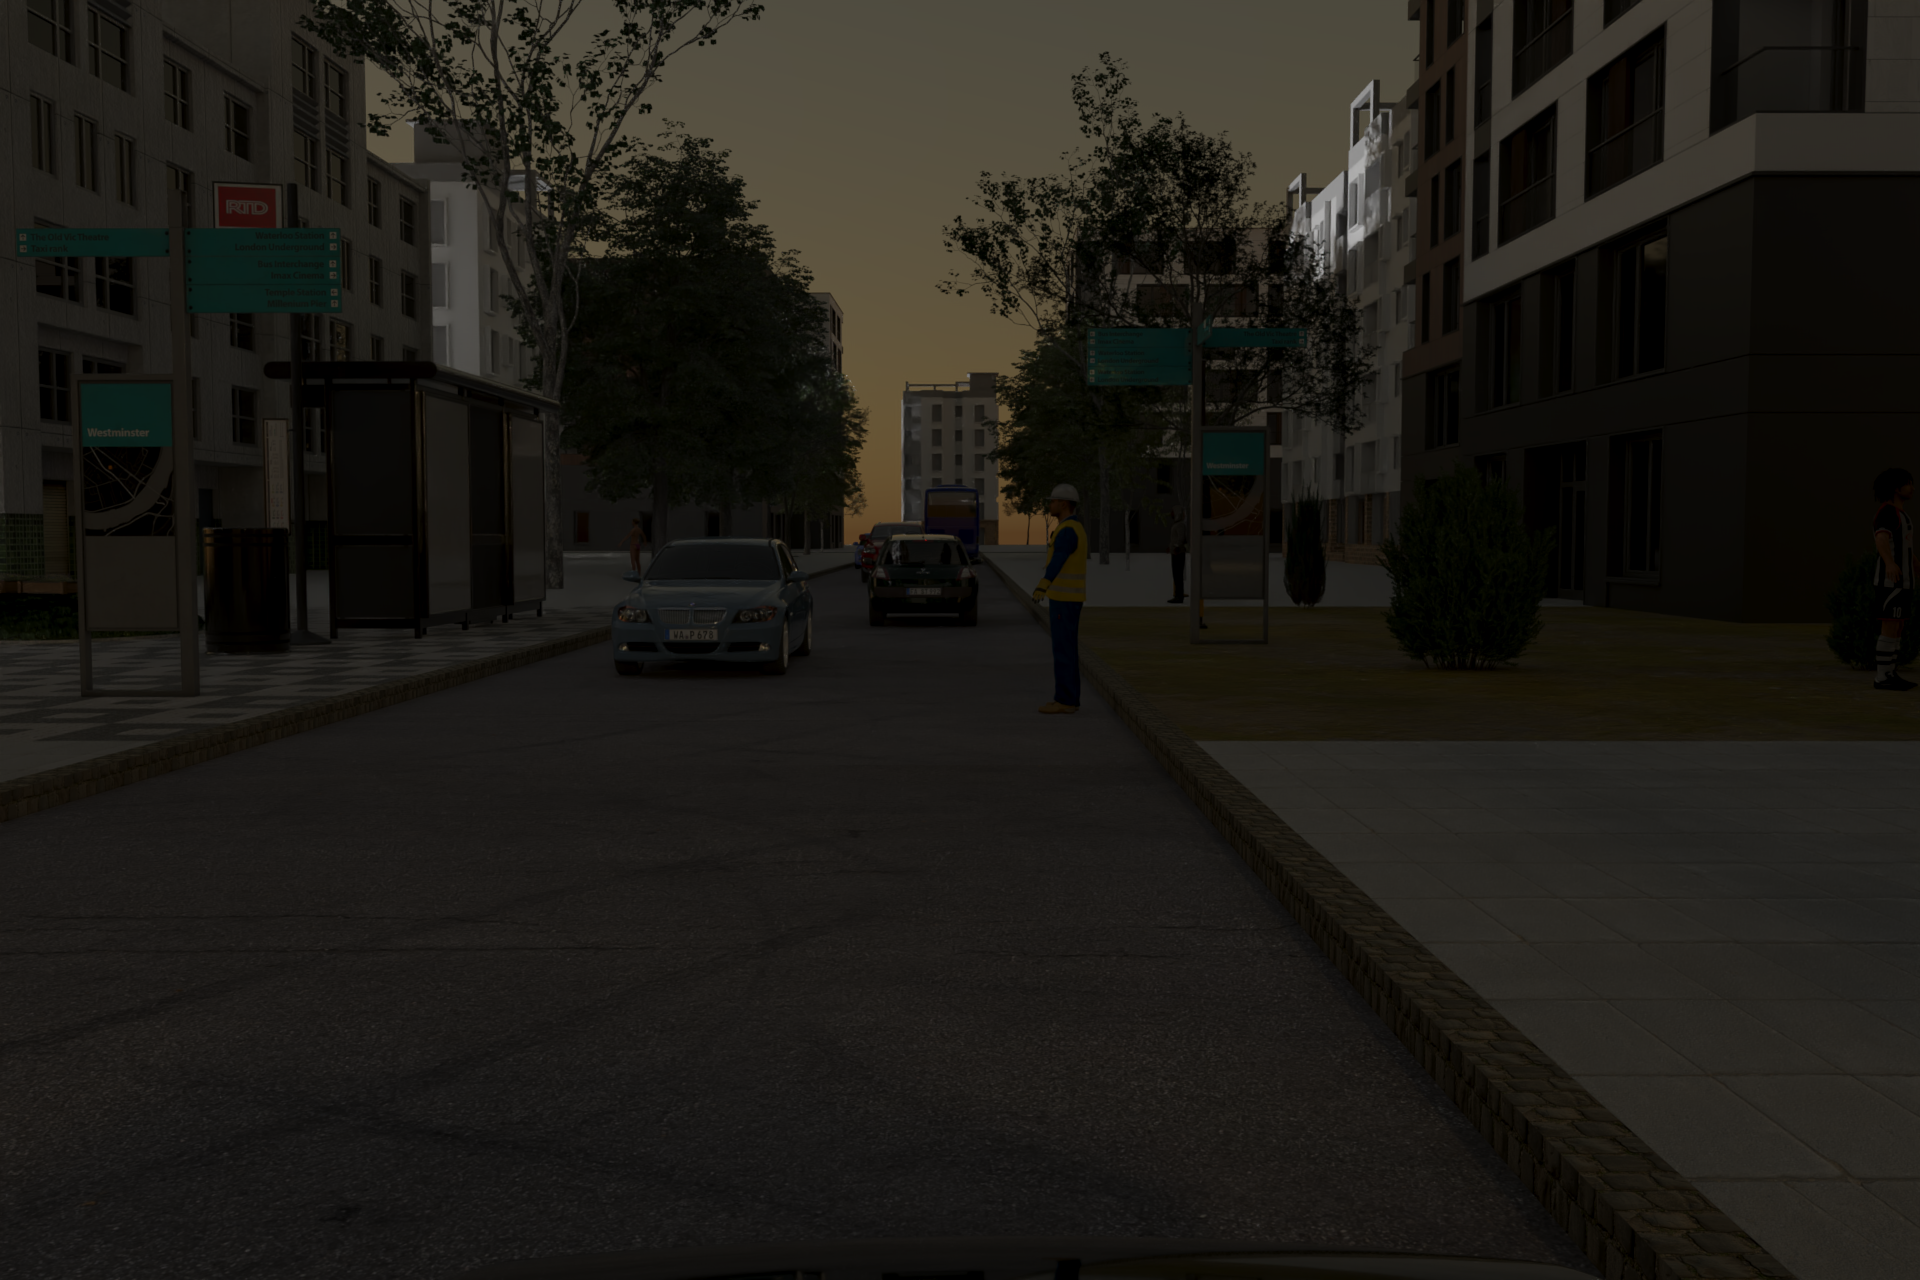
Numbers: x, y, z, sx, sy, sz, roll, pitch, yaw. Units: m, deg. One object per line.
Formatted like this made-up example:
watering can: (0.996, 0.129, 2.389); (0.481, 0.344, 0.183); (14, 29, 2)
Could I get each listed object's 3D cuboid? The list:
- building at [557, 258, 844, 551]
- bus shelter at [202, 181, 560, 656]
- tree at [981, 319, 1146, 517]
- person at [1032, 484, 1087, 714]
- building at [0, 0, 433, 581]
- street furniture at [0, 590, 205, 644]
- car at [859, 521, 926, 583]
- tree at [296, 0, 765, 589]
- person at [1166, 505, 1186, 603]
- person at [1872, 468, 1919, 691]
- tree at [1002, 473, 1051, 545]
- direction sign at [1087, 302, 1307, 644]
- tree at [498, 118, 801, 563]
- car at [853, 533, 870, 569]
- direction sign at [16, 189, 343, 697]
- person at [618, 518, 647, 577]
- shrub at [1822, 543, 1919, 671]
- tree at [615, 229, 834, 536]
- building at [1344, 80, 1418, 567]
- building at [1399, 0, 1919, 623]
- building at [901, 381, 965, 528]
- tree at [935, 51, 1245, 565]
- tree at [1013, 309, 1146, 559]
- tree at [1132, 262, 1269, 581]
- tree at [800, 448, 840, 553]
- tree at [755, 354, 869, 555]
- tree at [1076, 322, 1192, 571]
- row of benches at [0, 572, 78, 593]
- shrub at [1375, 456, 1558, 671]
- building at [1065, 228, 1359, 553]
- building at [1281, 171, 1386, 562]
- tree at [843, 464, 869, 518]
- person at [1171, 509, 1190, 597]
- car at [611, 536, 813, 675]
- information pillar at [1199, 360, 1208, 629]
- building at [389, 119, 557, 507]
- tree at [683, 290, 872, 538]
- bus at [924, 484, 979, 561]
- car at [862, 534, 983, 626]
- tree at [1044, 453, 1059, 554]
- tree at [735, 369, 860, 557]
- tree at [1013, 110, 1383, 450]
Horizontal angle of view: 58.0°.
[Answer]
building: (-24.950, -18.392, 144.692); (27.936, 21.610, 32.646); (0, 4, 1)
bus shelter: (-7.357, -2.743, 22.479); (2.179, 5.291, 8.768); (0, 4, 1)
tree: (6.024, -11.816, 99.849); (9.857, 13.997, 8.962); (0, 3, 0)
person: (0.813, -0.337, 13.941); (0.705, 1.833, 1.349); (1, 4, 13)
building: (-29.847, -11.500, 54.477); (16.747, 18.905, 31.486); (0, 4, 0)
street furniture: (-13.188, -0.300, 20.538); (5.734, 0.657, 10.072); (1, 4, 21)
car: (-1.879, -2.679, 52.479); (2.281, 1.827, 5.304); (0, 4, 0)
tree: (-10.867, -11.219, 39.328); (12.611, 20.169, 13.585); (0, 3, 0)
person: (4.012, -1.591, 32.149); (0.705, 1.813, 1.348); (0, 4, 0)
person: (7.747, -0.500, 14.315); (0.704, 1.843, 1.345); (3, 4, 37)
tree: (8.421, -16.675, 207.043); (7.601, 10.594, 8.767); (0, 4, 8)
direction sign: (2.729, -1.883, 19.542); (2.525, 3.948, 1.411); (0, 4, 1)
tree: (-9.612, -9.076, 55.054); (9.857, 13.997, 8.962); (0, 3, 0)
car: (-3.452, -3.814, 71.951); (1.945, 1.707, 3.694); (0, 4, 0)
direction sign: (-6.069, -1.551, 14.117); (2.525, 3.948, 1.411); (0, 4, 1)
person: (-9.138, -2.546, 48.433); (0.721, 1.733, 1.217); (2, 4, 27)
shrub: (8.640, -0.317, 16.302); (1.383, 1.207, 1.383); (0, 3, 0)
tree: (-9.922, -10.120, 72.111); (9.857, 13.997, 8.962); (0, 3, 0)
building: (21.817, -13.286, 73.653); (16.016, 20.090, 11.380); (0, 4, 0)
building: (25.098, -12.020, 40.501); (27.936, 21.610, 32.646); (0, 4, 0)
building: (-6.649, -21.345, 207.869); (11.380, 20.090, 16.016); (1, 4, 10)
tree: (5.158, -13.160, 71.054); (12.611, 20.169, 13.585); (0, 3, 0)
tree: (6.157, -10.374, 87.740); (7.486, 12.596, 7.792); (0, 3, 0)
tree: (5.923, -5.940, 47.480); (4.360, 8.622, 3.978); (0, 3, 0)
tree: (-9.061, -10.143, 116.196); (4.360, 8.622, 3.978); (0, 3, 0)
tree: (-9.337, -11.563, 107.182); (7.486, 12.596, 7.792); (0, 3, 0)
tree: (5.838, -6.666, 59.345); (4.737, 8.622, 4.395); (0, 3, 0)
row of benches: (-15.518, -0.757, 27.843); (4.104, 0.672, 1.422); (2, 4, 26)
shrub: (4.785, -0.736, 16.458); (1.690, 2.028, 1.600); (0, 3, 0)
building: (21.799, -17.618, 132.024); (27.936, 21.610, 32.646); (0, 4, 0)
building: (22.492, -14.415, 92.110); (16.016, 20.090, 11.380); (0, 4, 0)
tree: (-14.396, -16.727, 207.890); (7.601, 10.594, 8.767); (0, 4, -1)
person: (4.492, -1.782, 35.276); (0.704, 1.812, 1.346); (0, 4, -2)
car: (-2.626, -0.436, 19.130); (2.014, 1.417, 4.499); (0, 3, 0)
information pillar: (3.254, -1.971, 23.583); (0.183, 3.616, 0.504); (0, 4, -1)
building: (-26.616, -13.699, 80.406); (16.016, 20.090, 11.380); (0, 4, 0)
tree: (-9.521, -10.755, 86.217); (12.009, 13.543, 11.850); (0, 3, 0)
bus: (-0.412, -5.721, 85.091); (2.896, 3.916, 12.251); (0, 4, 0)
car: (-0.606, -1.133, 28.310); (2.009, 1.686, 4.222); (0, 4, -1)
tree: (5.545, -9.899, 112.207); (4.360, 8.622, 3.978); (0, 3, 0)
tree: (-9.587, -10.488, 97.235); (9.928, 11.665, 9.643); (0, 3, 0)
tree: (5.647, -6.333, 37.958); (8.767, 10.594, 7.601); (-2, 4, -30)
